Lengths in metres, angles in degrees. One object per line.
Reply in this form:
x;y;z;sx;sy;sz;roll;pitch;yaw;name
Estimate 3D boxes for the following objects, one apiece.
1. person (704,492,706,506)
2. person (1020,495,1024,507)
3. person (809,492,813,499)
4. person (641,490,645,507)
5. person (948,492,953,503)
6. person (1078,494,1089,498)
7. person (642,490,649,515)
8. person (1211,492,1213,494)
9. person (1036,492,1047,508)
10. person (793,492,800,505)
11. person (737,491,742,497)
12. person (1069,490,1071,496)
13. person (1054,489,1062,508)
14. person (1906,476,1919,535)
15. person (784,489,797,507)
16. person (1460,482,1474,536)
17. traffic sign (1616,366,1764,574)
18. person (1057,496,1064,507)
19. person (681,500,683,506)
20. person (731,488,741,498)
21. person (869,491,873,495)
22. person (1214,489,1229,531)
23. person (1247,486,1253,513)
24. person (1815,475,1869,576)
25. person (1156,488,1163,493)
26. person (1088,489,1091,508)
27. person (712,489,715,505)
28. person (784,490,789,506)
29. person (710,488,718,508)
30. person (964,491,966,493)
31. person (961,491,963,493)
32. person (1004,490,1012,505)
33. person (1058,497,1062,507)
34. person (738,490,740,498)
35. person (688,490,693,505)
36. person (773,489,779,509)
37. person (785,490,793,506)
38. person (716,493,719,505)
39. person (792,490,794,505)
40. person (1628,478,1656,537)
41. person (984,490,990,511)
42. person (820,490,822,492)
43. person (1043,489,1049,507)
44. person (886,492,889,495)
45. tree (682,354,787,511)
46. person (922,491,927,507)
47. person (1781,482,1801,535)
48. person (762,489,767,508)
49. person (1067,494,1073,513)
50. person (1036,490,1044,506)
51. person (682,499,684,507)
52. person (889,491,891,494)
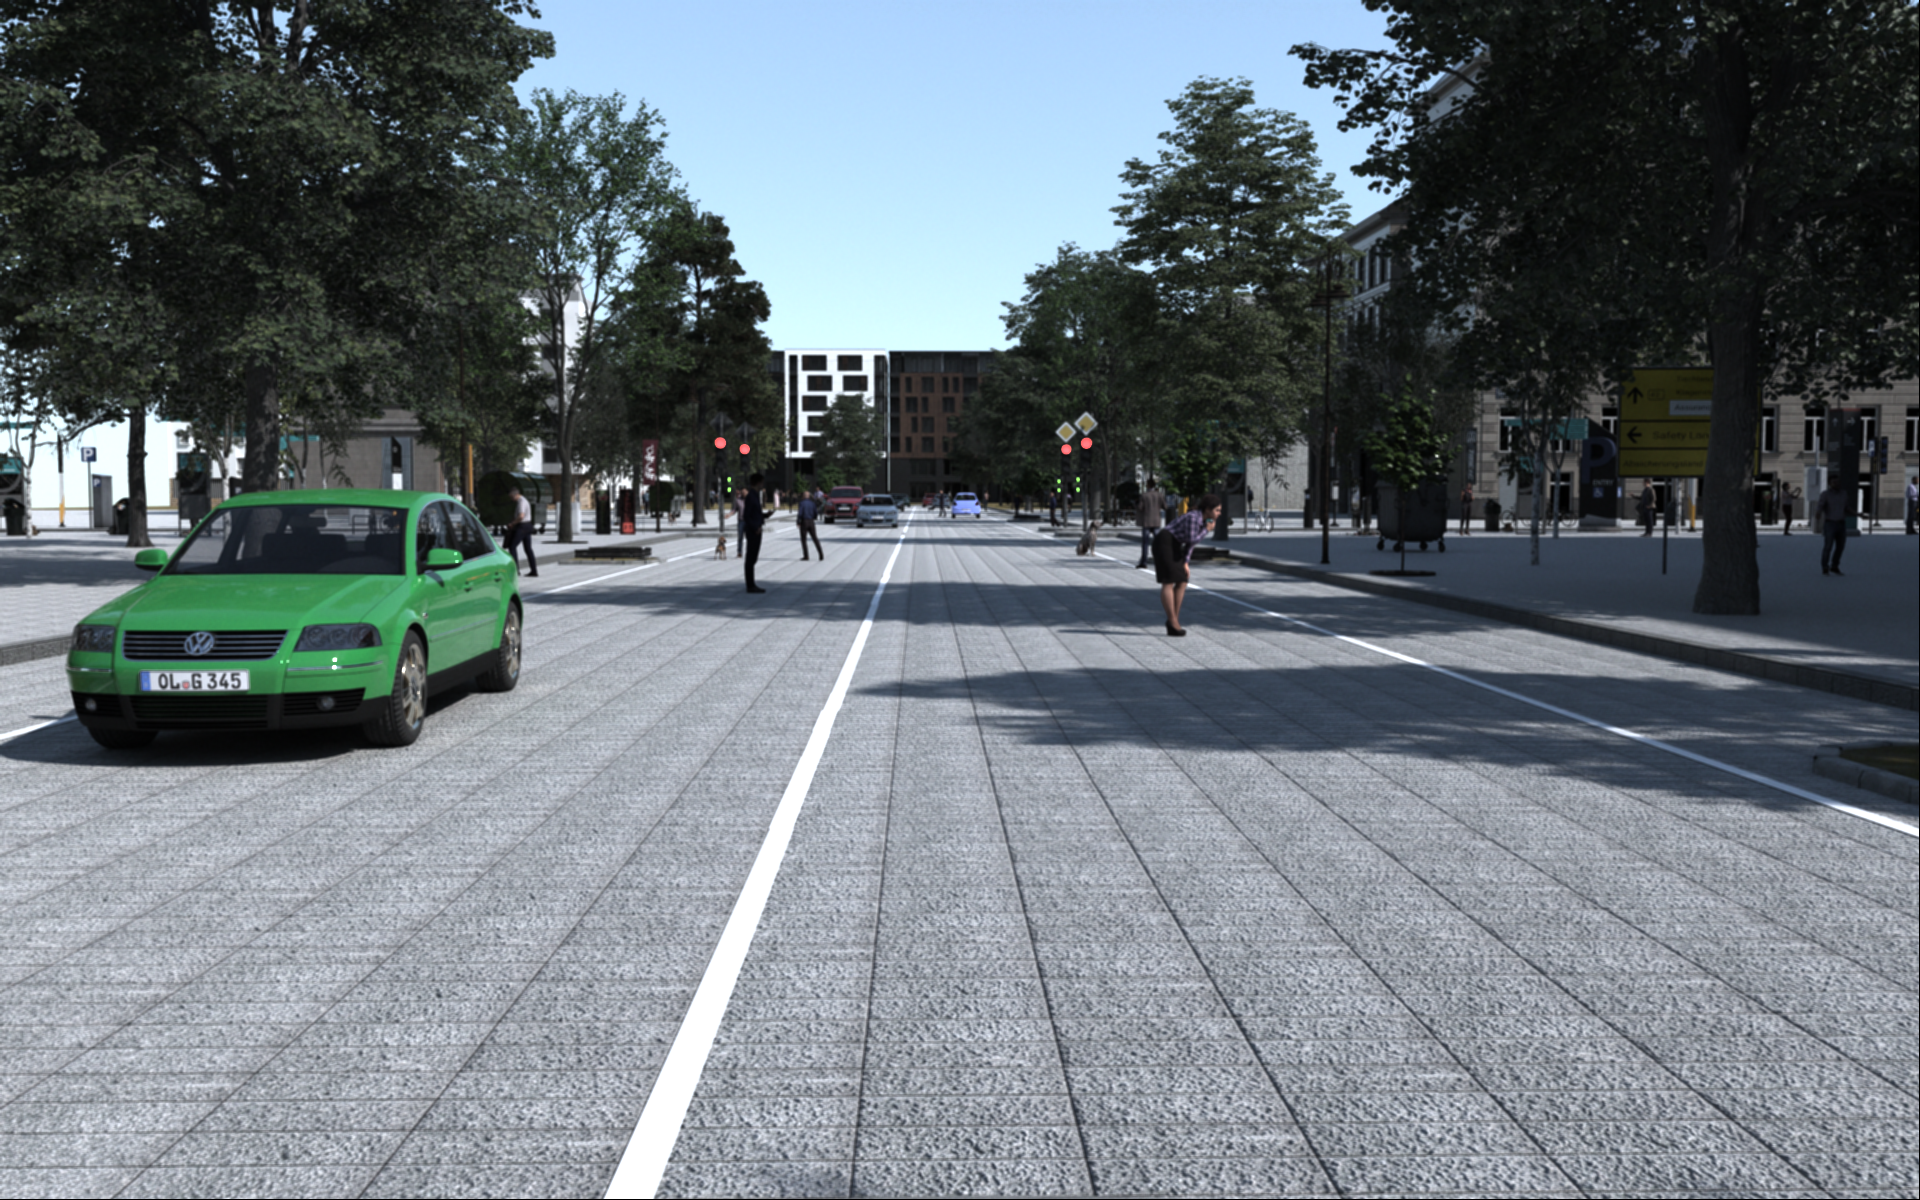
-26.458;-10.597;179.333;0.705;1.821;1.348;2;4;32;person
5.949;-9.580;165.939;0.557;1.426;1.065;3;4;39;person
-13.590;-9.052;154.826;1.217;1.735;0.721;1;4;14;person
-30.502;-9.752;166.959;0.593;1.643;0.415;3;5;41;person
-1.223;-12.796;218.442;0.721;1.736;1.217;2;4;27;person
13.307;-10.974;185.475;1.348;1.822;0.705;-1;4;-12;person
-18.999;-5.915;104.963;0.499;1.552;0.429;2;4;24;person
16.431;-6.589;114.468;0.565;1.739;0.600;0;4;-2;person
7.625;-9.516;162.149;1.217;1.766;0.721;3;4;37;person
-18.648;-11.690;197.708;0.750;1.759;0.617;-3;5;-43;person
-18.184;-8.388;143.992;0.445;1.727;0.742;2;4;35;person
12.509;-11.731;198.564;0.721;1.735;1.217;0;4;-7;person
9.150;-9.453;161.146;0.990;1.755;0.434;2;4;31;person
30.299;-2.992;54.832;0.599;1.838;0.709;3;5;40;person
-17.058;-10.305;174.539;1.348;1.822;0.705;-2;4;-28;person
15.717;-2.824;53.680;0.415;1.643;0.593;2;4;29;person
11.614;-2.065;27.641;2.265;3.308;0.079;0;4;3;traffic sign
9.647;-9.824;169.893;0.991;1.433;0.599;-1;4;-14;person
-30.402;-11.238;190.306;0.750;1.759;0.617;1;4;9;person
-20.868;-9.528;161.771;1.348;1.831;0.705;3;5;43;person
-10.237;-11.615;198.494;1.350;1.814;0.705;-2;4;-28;person
8.994;-3.205;59.273;0.431;1.722;0.655;-3;5;-44;person
18.994;-6.627;114.270;0.709;1.838;0.599;1;4;21;person
13.743;-1.175;27.218;0.963;1.587;0.435;-1;4;-16;person
21.503;-10.896;184.192;1.348;1.824;0.705;2;4;34;person
11.891;-9.255;158.179;1.217;1.723;0.721;2;4;28;person
-28.317;-11.725;197.613;0.599;1.838;0.709;-2;4;-25;person
-18.285;-10.838;183.968;1.217;1.735;0.721;0;4;-7;person
-23.560;-9.667;164.076;1.348;1.826;0.705;1;4;23;person
0.637;-12.139;207.495;0.617;1.759;0.750;3;4;36;person
0.195;-10.794;185.056;1.350;1.814;0.705;-1;4;-15;person
5.837;-12.515;210.791;1.348;1.807;0.705;3;4;38;person
10.074;-10.301;175.930;0.593;1.643;0.415;3;5;40;person
-24.636;-11.410;193.542;0.756;1.711;0.436;-3;4;-39;person
-31.465;-11.983;202.756;0.721;1.735;1.217;2;4;33;person
-15.539;-8.562;146.697;0.551;1.740;0.621;-3;5;-45;person
-18.260;-10.920;185.377;1.217;1.735;0.721;3;4;37;person
-28.675;-12.210;206.620;0.756;1.711;0.436;-1;4;-11;person
-20.630;-12.626;212.609;1.348;1.807;0.705;0;4;-7;person
20.521;-2.787;52.148;0.750;1.759;0.617;1;4;12;person
2.246;-8.284;144.651;0.721;1.736;1.217;0;4;-2;person
-16.557;-12.254;207.096;0.721;1.736;1.217;3;4;37;person
8.842;-10.489;177.628;1.350;1.814;0.705;3;5;44;person
-8.681;-12.311;210.472;1.217;1.739;0.721;-2;4;-33;person
-15.936;-12.399;120.847;7.486;12.596;7.792;0;3;0;tree
-3.936;-11.465;195.979;0.705;1.821;1.348;-3;5;-42;person
25.977;-2.855;54.184;0.517;1.644;0.566;0;4;4;person
-17.918;-9.303;158.707;0.434;1.755;0.990;-2;4;-30;person
7.517;-6.790;120.299;0.421;1.427;0.697;-3;5;-44;person
8.394;-10.665;181.139;1.217;1.735;0.721;-2;4;-33;person
-27.581;-10.183;172.544;0.705;1.824;1.348;0;4;-1;person
-8.321;-11.919;203.395;0.705;1.822;1.348;2;4;28;person
